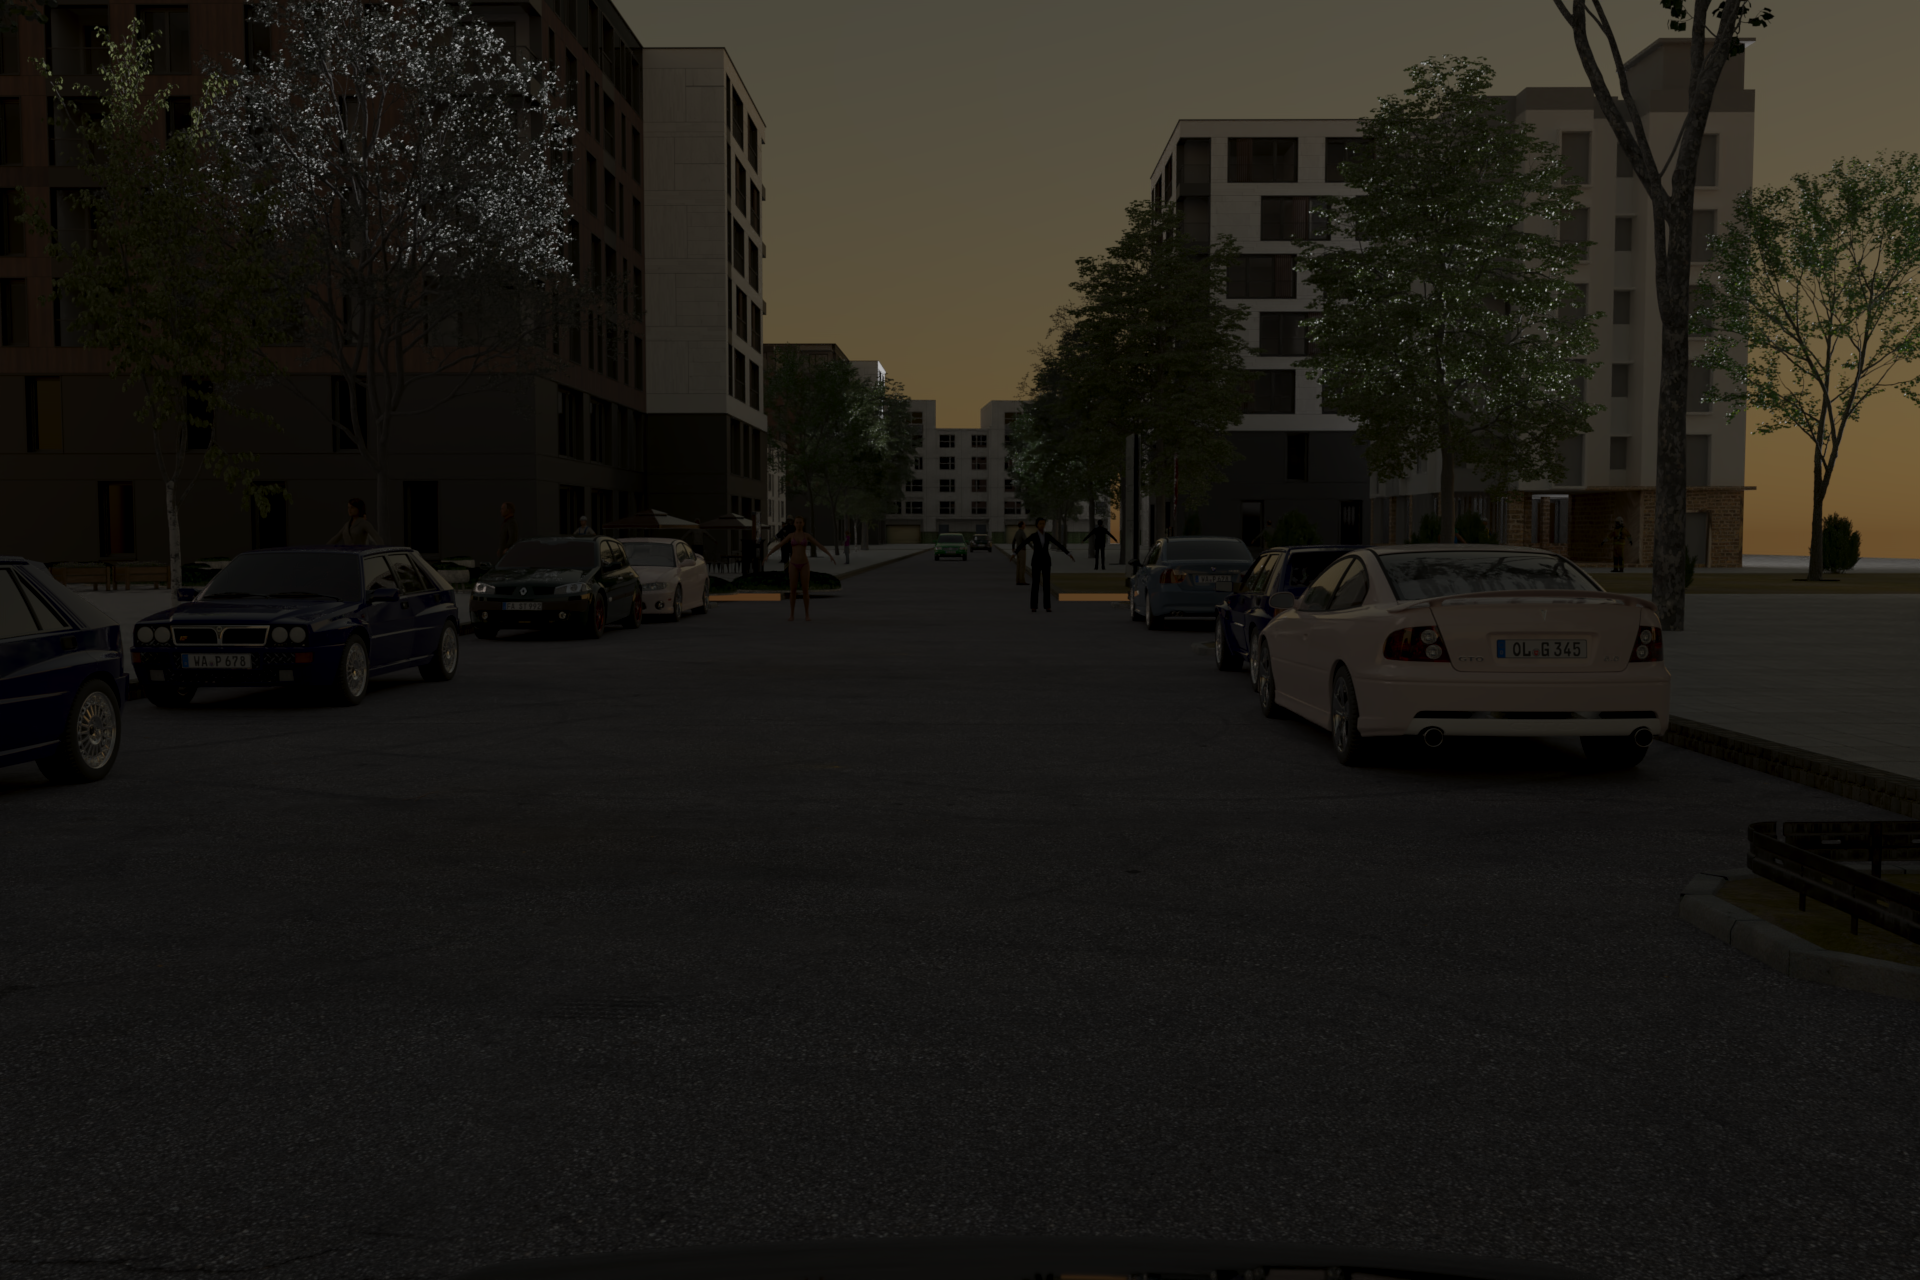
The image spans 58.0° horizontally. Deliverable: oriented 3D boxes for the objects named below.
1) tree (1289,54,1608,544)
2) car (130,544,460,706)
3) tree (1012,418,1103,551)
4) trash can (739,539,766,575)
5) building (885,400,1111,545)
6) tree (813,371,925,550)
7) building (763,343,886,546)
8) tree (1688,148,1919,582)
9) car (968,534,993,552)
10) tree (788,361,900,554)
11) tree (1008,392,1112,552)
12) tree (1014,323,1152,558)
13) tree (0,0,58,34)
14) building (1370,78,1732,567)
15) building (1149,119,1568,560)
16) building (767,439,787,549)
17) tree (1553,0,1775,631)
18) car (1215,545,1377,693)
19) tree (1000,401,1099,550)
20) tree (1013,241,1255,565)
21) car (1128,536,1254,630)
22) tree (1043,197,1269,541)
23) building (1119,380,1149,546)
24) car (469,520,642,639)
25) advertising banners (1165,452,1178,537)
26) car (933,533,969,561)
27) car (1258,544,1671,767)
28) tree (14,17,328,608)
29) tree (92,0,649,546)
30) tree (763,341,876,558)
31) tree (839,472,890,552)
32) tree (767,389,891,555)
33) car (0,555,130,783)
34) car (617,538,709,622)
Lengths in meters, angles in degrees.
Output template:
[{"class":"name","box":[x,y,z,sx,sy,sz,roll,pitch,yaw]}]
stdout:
[{"class":"tree","box":[11.502,-7.584,42.119,7.486,12.596,7.792,0,3,0]},{"class":"car","box":[-5.855,-0.187,15.637,1.945,1.354,3.894,0,4,1]},{"class":"tree","box":[7.644,-12.647,132.529,9.928,11.665,9.643,0,3,0]},{"class":"trash can","box":[-5.755,-2.232,48.149,0.748,1.137,0.748,0,3,0]},{"class":"building","box":[3.506,-22.398,235.117,31.486,18.905,16.747,0,4,-4]},{"class":"tree","box":[-7.593,-14.065,136.618,9.857,13.997,8.962,0,3,0]},{"class":"building","box":[-23.552,-21.899,202.017,27.936,21.610,32.646,0,4,1]},{"class":"tree","box":[23.508,-7.407,46.863,9.928,11.665,9.643,0,3,0]},{"class":"car","box":[1.633,-7.752,136.525,2.009,1.686,4.222,0,4,0]},{"class":"tree","box":[-7.689,-12.007,114.439,7.486,12.596,7.792,0,3,0]},{"class":"tree","box":[7.349,-12.070,123.107,9.928,11.665,9.643,0,3,0]},{"class":"tree","box":[6.610,-10.615,91.688,7.486,12.596,7.792,0,3,0]},{"class":"tree","box":[-11.755,-6.476,12.540,9.857,13.997,8.962,0,3,0]},{"class":"building","box":[24.064,-13.578,78.426,16.016,20.090,11.380,0,4,1]},{"class":"building","box":[24.857,-15.773,101.864,27.936,21.610,32.646,0,4,0]},{"class":"building","box":[-20.639,-13.407,161.344,9.099,9.664,28.070,0,4,1]},{"class":"tree","box":[8.709,-10.268,23.774,12.611,20.169,13.585,0,3,0]},{"class":"car","box":[3.538,-0.269,16.978,1.945,1.354,3.894,0,4,1]},{"class":"tree","box":[7.850,-14.509,143.883,9.857,13.997,8.962,0,3,0]},{"class":"tree","box":[6.956,-9.887,72.018,12.009,13.543,11.850,0,3,0]},{"class":"car","box":[3.672,-0.921,27.063,2.014,1.417,4.499,0,4,1]},{"class":"tree","box":[6.752,-8.645,59.469,7.486,12.596,7.792,0,3,0]},{"class":"building","box":[28.369,-20.605,203.357,16.747,18.905,31.486,0,4,1]},{"class":"car","box":[-5.745,-0.925,24.913,2.009,1.686,4.222,0,4,1]},{"class":"advertising banners","box":[4.655,-2.567,38.163,0.090,3.025,2.074,0,4,1]},{"class":"car","box":[-0.491,-5.213,94.021,1.959,1.807,4.718,0,4,0]},{"class":"car","box":[3.283,0.019,12.054,2.083,1.381,4.827,0,4,0]},{"class":"tree","box":[-11.508,-4.582,25.282,4.737,8.622,4.395,0,3,0]},{"class":"tree","box":[-12.022,-7.656,35.543,12.009,13.543,11.850,0,3,0]},{"class":"tree","box":[-8.168,-10.319,94.475,9.928,11.665,9.643,0,3,0]},{"class":"tree","box":[-7.347,-10.599,123.653,4.737,8.622,4.395,0,3,0]},{"class":"tree","box":[-7.614,-10.377,104.069,7.601,10.594,8.767,3,5,42]},{"class":"car","box":[-5.842,0.237,8.714,1.945,1.354,3.894,0,4,0]},{"class":"car","box":[-5.475,-1.061,29.706,2.083,1.381,4.827,0,4,1]}]
